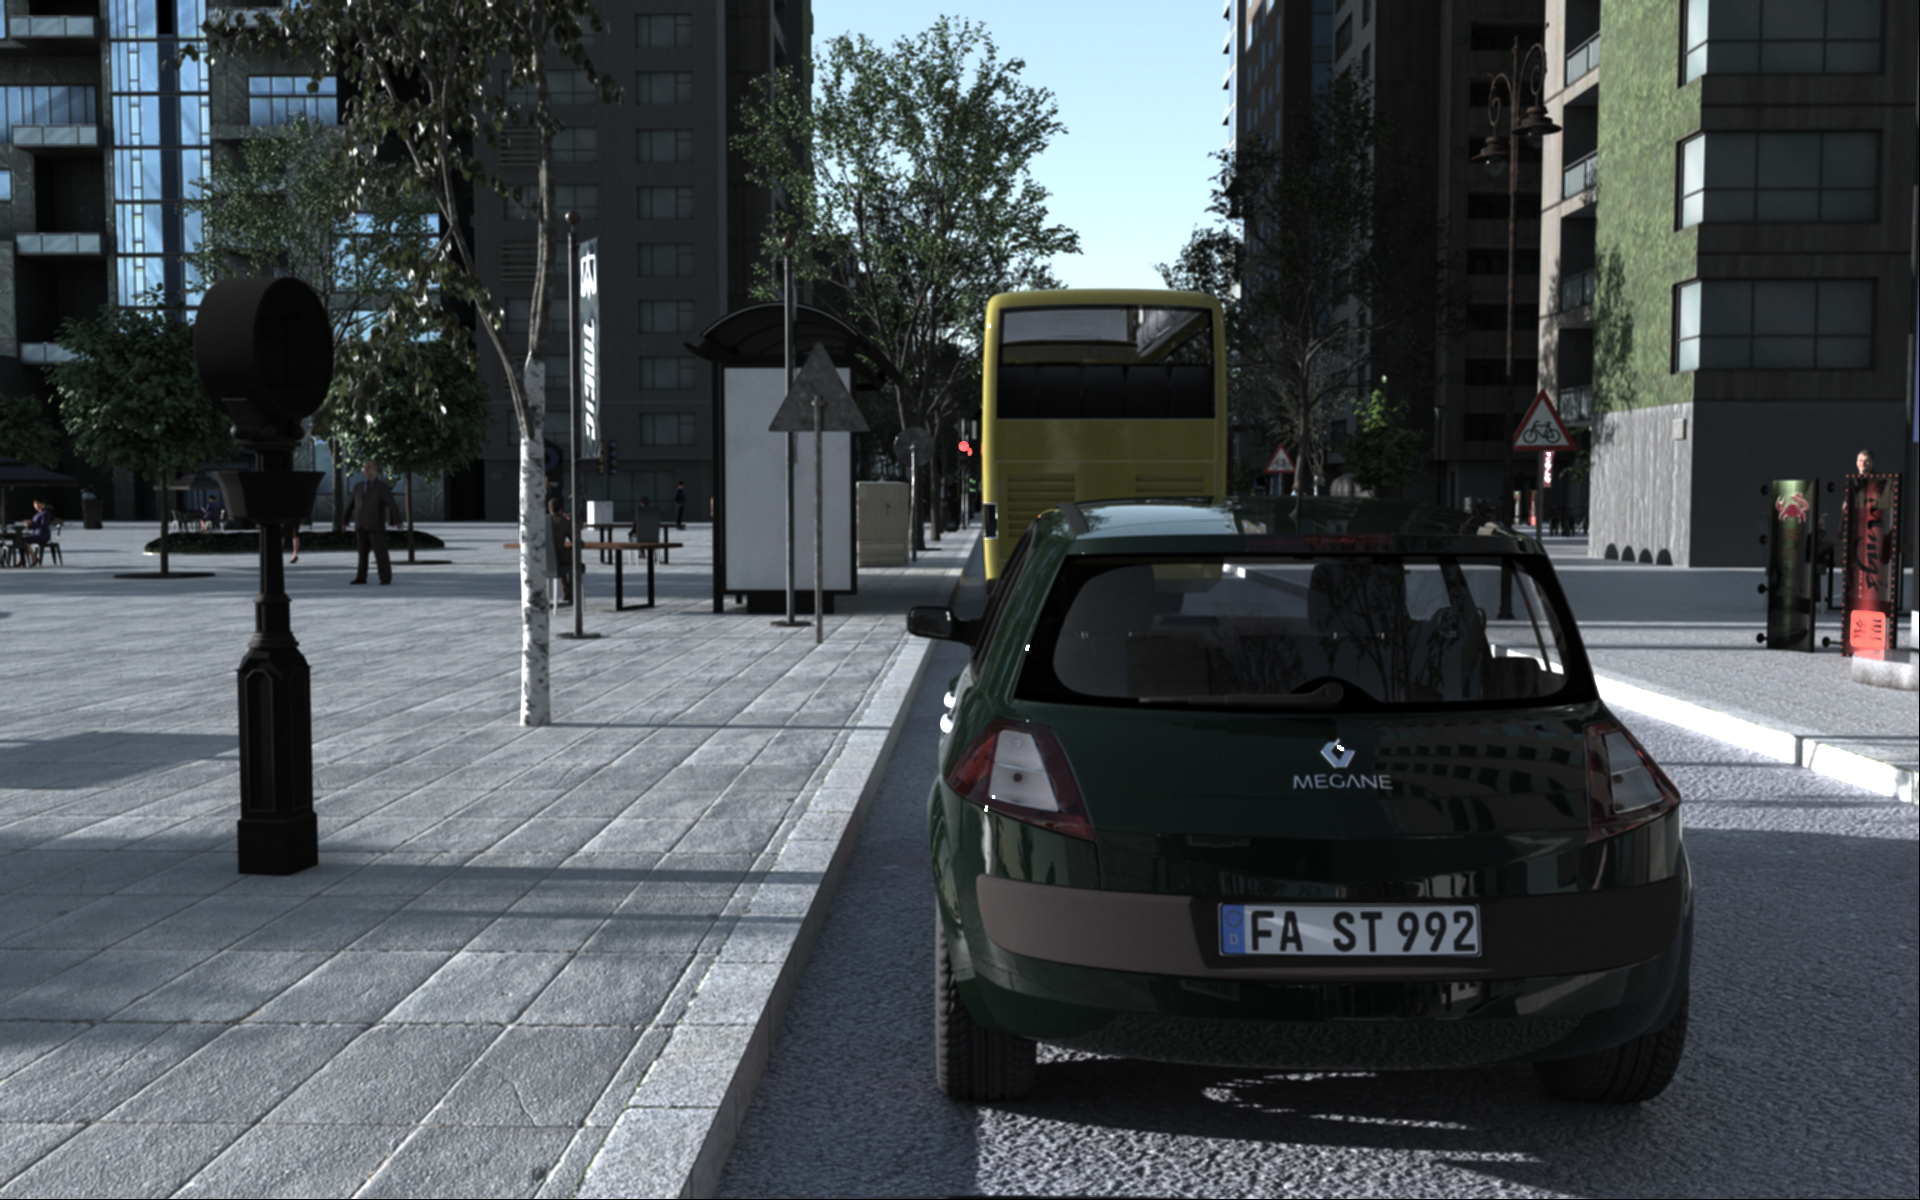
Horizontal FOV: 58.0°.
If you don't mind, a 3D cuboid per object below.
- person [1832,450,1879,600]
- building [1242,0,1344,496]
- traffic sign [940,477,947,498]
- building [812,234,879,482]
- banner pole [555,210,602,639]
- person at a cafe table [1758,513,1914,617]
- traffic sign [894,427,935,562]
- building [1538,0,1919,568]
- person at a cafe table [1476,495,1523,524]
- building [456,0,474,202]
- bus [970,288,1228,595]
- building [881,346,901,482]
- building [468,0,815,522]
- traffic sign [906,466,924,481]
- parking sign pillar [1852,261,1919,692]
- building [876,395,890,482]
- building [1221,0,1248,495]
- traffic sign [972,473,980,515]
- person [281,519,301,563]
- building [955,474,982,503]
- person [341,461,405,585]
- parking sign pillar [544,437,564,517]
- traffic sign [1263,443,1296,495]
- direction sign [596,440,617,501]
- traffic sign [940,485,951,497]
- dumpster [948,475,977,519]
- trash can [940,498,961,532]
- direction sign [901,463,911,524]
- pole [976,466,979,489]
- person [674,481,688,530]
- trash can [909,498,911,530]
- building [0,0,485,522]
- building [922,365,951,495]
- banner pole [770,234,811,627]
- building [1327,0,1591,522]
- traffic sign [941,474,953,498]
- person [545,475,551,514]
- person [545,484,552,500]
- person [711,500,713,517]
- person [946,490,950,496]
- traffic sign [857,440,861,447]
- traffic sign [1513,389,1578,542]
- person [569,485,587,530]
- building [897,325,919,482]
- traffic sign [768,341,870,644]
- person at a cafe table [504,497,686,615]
[{"bbox_3d":[10.869,-0.902,20.913,0.434,1.807,0.598,-1,4,-16],"label":"person"},{"bbox_3d":[24.054,-27.395,98.019,14.600,45.320,14.200,0,4,1],"label":"building"},{"bbox_3d":[-1.116,-7.635,124.941,0.768,2.556,0.104,0,4,6],"label":"traffic sign"},{"bbox_3d":[-20.910,-17.436,130.118,27.650,21.520,28.899,0,4,1],"label":"building"},{"bbox_3d":[-3.295,-1.539,15.187,0.401,3.779,0.863,-2,4,-31],"label":"banner pole"},{"bbox_3d":[9.543,-0.476,18.651,1.726,1.238,1.698,1,4,10],"label":"person at a cafe table"},{"bbox_3d":[-0.865,-1.997,32.755,0.768,2.556,0.104,0,4,3],"label":"traffic sign"},{"bbox_3d":[19.888,-21.533,35.662,14.154,41.232,14.086,0,4,1],"label":"building"},{"bbox_3d":[23.117,-3.921,74.971,1.698,1.238,1.726,-2,4,-30],"label":"person at a cafe table"},{"bbox_3d":[-22.767,-25.154,103.141,32.217,40.220,23.993,0,4,1],"label":"building"},{"bbox_3d":[1.557,-1.976,23.860,2.896,3.916,12.252,0,4,1],"label":"bus"},{"bbox_3d":[-14.148,-19.784,179.892,16.016,20.091,11.380,0,4,1],"label":"building"},{"bbox_3d":[-14.794,-24.480,83.837,14.154,41.232,14.086,0,4,1],"label":"building"},{"bbox_3d":[-1.893,-4.416,72.311,0.768,2.556,0.104,0,4,4],"label":"traffic sign"},{"bbox_3d":[6.812,-1.411,11.534,1.447,3.967,1.447,1,4,13],"label":"parking sign pillar"},{"bbox_3d":[-10.929,-13.352,160.451,9.099,9.664,28.070,0,4,1],"label":"building"},{"bbox_3d":[27.918,-49.820,127.229,22.319,86.520,31.000,0,4,1],"label":"building"},{"bbox_3d":[0.846,-6.461,105.736,0.768,2.556,0.104,0,4,6],"label":"traffic sign"},{"bbox_3d":[-12.643,-1.400,32.124,0.799,1.438,0.628,-2,4,-26],"label":"person"},{"bbox_3d":[13.113,-18.285,241.098,28.070,9.664,9.099,0,4,1],"label":"building"},{"bbox_3d":[-8.354,-1.099,24.565,0.990,1.755,0.434,1,4,17],"label":"person"},{"bbox_3d":[-16.874,-5.031,70.728,1.447,3.967,1.447,0,4,-4],"label":"parking sign pillar"},{"bbox_3d":[8.118,-2.684,43.887,0.884,2.594,0.081,1,4,9],"label":"traffic sign"},{"bbox_3d":[-14.768,-4.918,72.406,0.876,3.537,0.379,1,4,9],"label":"direction sign"},{"bbox_3d":[-1.080,-8.115,132.690,0.884,2.594,0.081,0,4,8],"label":"traffic sign"},{"bbox_3d":[0.119,-5.361,90.153,1.502,2.255,1.985,0,4,1],"label":"dumpster"},{"bbox_3d":[-0.335,-2.883,58.786,0.748,1.137,0.748,0,3,0],"label":"trash can"},{"bbox_3d":[-2.128,-5.013,73.965,0.876,3.537,0.379,-3,4,-37],"label":"direction sign"},{"bbox_3d":[1.287,-8.039,125.287,0.158,3.312,0.155,0,3,0],"label":"pole"},{"bbox_3d":[-9.982,-3.388,62.145,0.504,1.737,0.576,0,4,0],"label":"person"},{"bbox_3d":[-1.879,-3.095,62.254,0.748,1.137,0.748,0,3,0],"label":"trash can"},{"bbox_3d":[-39.142,-47.354,86.910,31.000,86.520,22.319,0,4,1],"label":"building"},{"bbox_3d":[-17.036,-24.886,250.857,32.646,21.610,27.936,0,4,1],"label":"building"},{"bbox_3d":[-1.646,-1.653,17.047,0.401,3.779,0.863,0,4,2],"label":"banner pole"},{"bbox_3d":[26.280,-19.166,85.070,14.107,30.474,14.160,0,4,1],"label":"building"},{"bbox_3d":[-0.793,-6.601,108.040,0.768,2.556,0.104,1,4,8],"label":"traffic sign"},{"bbox_3d":[-8.369,-1.702,34.673,0.445,1.727,0.742,0,4,-2],"label":"person"},{"bbox_3d":[-10.272,-2.103,42.696,0.482,1.546,0.388,2,4,31],"label":"person"},{"bbox_3d":[-5.550,-2.104,40.579,0.598,1.807,0.434,-1,4,-21],"label":"person"},{"bbox_3d":[-0.905,-7.848,136.421,0.516,1.574,0.319,-3,4,-36],"label":"person"},{"bbox_3d":[-2.227,-1.954,31.688,0.795,2.593,0.064,0,4,6],"label":"traffic sign"},{"bbox_3d":[7.186,-1.313,21.468,0.884,2.594,0.081,0,4,3],"label":"traffic sign"},{"bbox_3d":[-13.615,-3.290,61.708,0.647,1.594,0.662,0,4,-3],"label":"person"},{"bbox_3d":[-21.970,-21.779,200.063,32.646,21.610,27.936,0,4,1],"label":"building"},{"bbox_3d":[-1.209,-0.904,14.780,0.884,2.594,0.081,1,4,10],"label":"traffic sign"},{"bbox_3d":[-4.232,-0.507,19.154,1.698,1.238,1.726,1,4,18],"label":"person at a cafe table"}]
